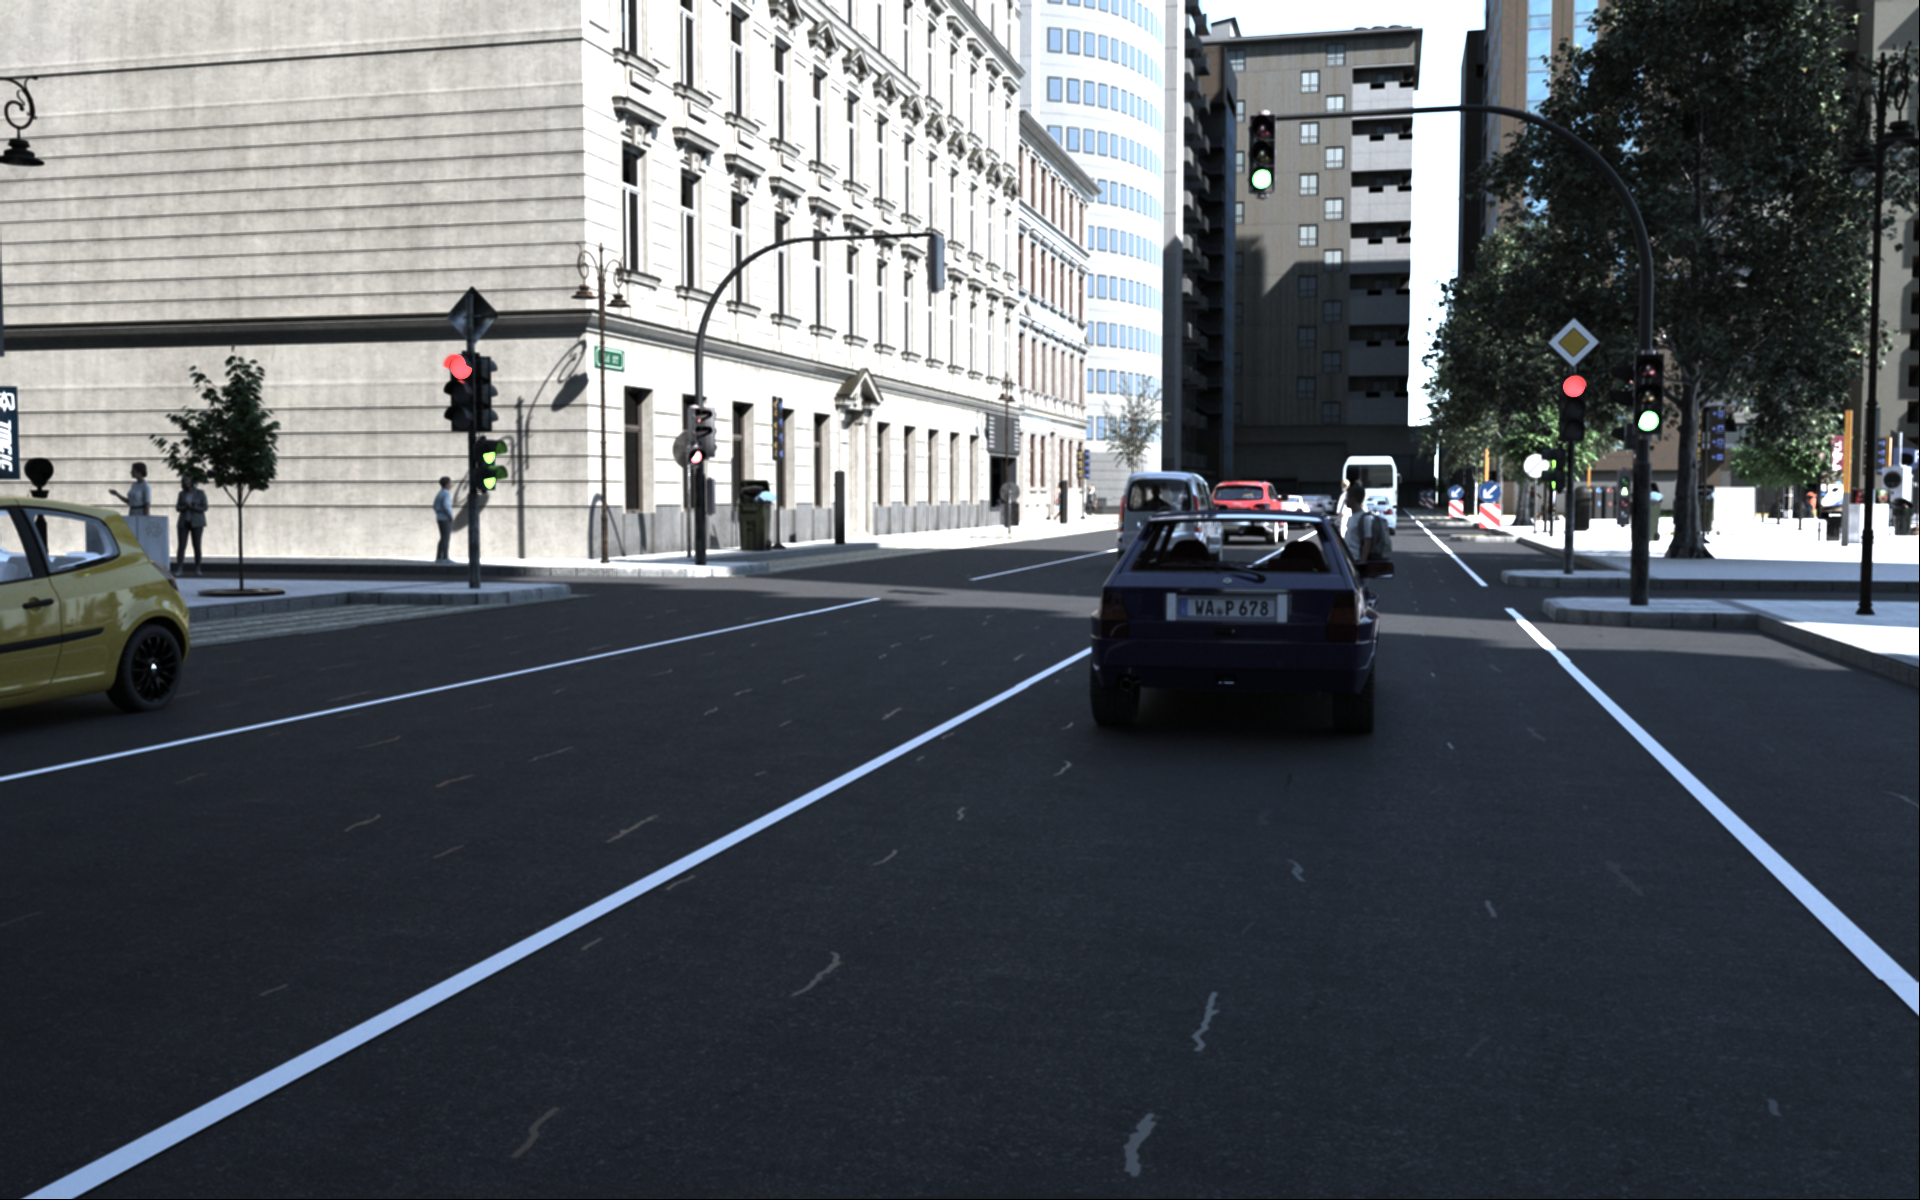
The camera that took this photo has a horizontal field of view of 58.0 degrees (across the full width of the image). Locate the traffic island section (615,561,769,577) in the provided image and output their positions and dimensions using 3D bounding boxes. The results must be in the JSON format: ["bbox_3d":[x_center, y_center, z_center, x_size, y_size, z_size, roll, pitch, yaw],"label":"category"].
[{"bbox_3d":[-4.717,-0.556,31.379,2.009,0.180,2.903,1,4,14],"label":"traffic island section"}]

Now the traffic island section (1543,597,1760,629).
[{"bbox_3d":[7.871,0.137,20.048,2.009,0.180,2.903,1,4,14],"label":"traffic island section"}]

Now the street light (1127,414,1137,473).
[{"bbox_3d":[9.820,-7.690,98.518,0.468,5.910,1.993,1,4,14],"label":"street light"}]

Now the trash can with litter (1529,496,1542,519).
[{"bbox_3d":[29.937,-4.828,90.324,0.624,1.170,1.055,-1,4,-22],"label":"trash can with litter"}]

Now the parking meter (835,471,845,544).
[{"bbox_3d":[-3.069,-2.355,44.216,0.255,1.863,0.399,0,4,-3],"label":"parking meter"}]

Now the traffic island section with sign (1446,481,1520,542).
[{"bbox_3d":[15.968,-2.697,52.725,1.989,1.847,2.006,1,4,14],"label":"traffic island section with sign"}]

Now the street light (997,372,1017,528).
[{"bbox_3d":[1.772,-5.678,65.621,0.468,5.910,1.993,1,4,14],"label":"street light"}]

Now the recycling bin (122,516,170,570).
[{"bbox_3d":[-9.578,-0.452,19.940,0.722,1.027,0.722,-3,5,-42],"label":"recycling bin"}]

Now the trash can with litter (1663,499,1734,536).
[{"bbox_3d":[22.747,-2.599,53.554,2.233,1.210,1.678,1,4,23],"label":"trash can with litter"}]

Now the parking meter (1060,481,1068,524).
[{"bbox_3d":[4.503,-4.251,75.209,0.255,1.863,0.399,-1,4,-13],"label":"parking meter"}]

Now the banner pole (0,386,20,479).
[{"bbox_3d":[-19.686,-2.778,35.444,0.863,3.779,0.401,-1,4,-16],"label":"banner pole"}]

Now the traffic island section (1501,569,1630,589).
[{"bbox_3d":[9.788,-0.338,27.801,2.009,0.180,2.903,1,4,14],"label":"traffic island section"}]

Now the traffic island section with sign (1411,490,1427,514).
[{"bbox_3d":[34.280,-7.226,126.769,1.989,1.847,2.006,1,4,14],"label":"traffic island section with sign"}]

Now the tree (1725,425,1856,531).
[{"bbox_3d":[29.696,-4.738,61.182,4.285,4.588,4.351,0,3,0],"label":"tree"}]

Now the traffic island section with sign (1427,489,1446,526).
[{"bbox_3d":[22.447,-4.298,78.893,1.989,1.847,2.006,1,4,14],"label":"traffic island section with sign"}]

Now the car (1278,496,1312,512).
[{"bbox_3d":[13.433,-3.609,71.373,2.083,1.381,4.827,1,4,14],"label":"car"}]

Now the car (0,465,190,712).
[{"bbox_3d":[-6.437,-0.002,10.258,2.015,1.641,3.980,1,4,13],"label":"car"}]

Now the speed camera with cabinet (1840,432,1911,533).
[{"bbox_3d":[29.539,-3.770,55.975,0.660,3.252,2.038,-3,4,-38],"label":"speed camera with cabinet"}]

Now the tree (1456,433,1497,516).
[{"bbox_3d":[30.363,-9.212,100.973,4.737,8.622,4.395,0,3,0],"label":"tree"}]

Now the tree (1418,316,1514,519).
[{"bbox_3d":[27.149,-10.399,88.146,7.486,12.596,7.792,0,3,0],"label":"tree"}]

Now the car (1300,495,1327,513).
[{"bbox_3d":[19.531,-5.184,97.118,2.083,1.381,4.827,1,4,13],"label":"car"}]

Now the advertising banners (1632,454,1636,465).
[{"bbox_3d":[20.322,-3.410,51.933,0.090,3.025,2.074,1,4,14],"label":"advertising banners"}]

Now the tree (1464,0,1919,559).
[{"bbox_3d":[14.533,-7.176,34.330,9.611,12.733,9.660,0,3,0],"label":"tree"}]

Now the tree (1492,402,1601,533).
[{"bbox_3d":[19.472,-4.522,57.644,4.285,4.588,4.351,0,3,0],"label":"tree"}]

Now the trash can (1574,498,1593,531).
[{"bbox_3d":[21.502,-2.956,59.988,0.748,1.137,0.748,0,3,0],"label":"trash can"}]

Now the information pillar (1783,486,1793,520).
[{"bbox_3d":[41.574,-5.043,86.950,0.304,2.012,0.304,-3,4,-39],"label":"information pillar"}]

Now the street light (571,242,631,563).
[{"bbox_3d":[-6.587,-3.619,31.958,0.468,5.910,1.993,1,4,14],"label":"street light"}]

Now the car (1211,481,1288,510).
[{"bbox_3d":[8.356,-2.556,50.471,2.281,1.827,5.304,1,4,15],"label":"car"}]

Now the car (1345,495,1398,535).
[{"bbox_3d":[14.519,-3.022,61.408,2.014,1.417,4.499,1,4,12],"label":"car"}]

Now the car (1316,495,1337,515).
[{"bbox_3d":[25.081,-6.602,120.312,2.083,1.381,4.827,1,4,14],"label":"car"}]

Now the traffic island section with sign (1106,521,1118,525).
[{"bbox_3d":[7.993,-4.448,81.355,1.989,1.847,2.006,1,4,14],"label":"traffic island section with sign"}]

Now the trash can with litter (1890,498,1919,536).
[{"bbox_3d":[29.092,-2.558,53.214,1.055,1.170,0.624,-2,4,-24],"label":"trash can with litter"}]

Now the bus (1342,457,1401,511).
[{"bbox_3d":[21.764,-5.914,91.555,2.948,3.499,13.247,1,4,14],"label":"bus"}]

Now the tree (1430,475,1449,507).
[{"bbox_3d":[48.711,-11.052,175.305,1.663,3.219,1.824,0,3,0],"label":"tree"}]

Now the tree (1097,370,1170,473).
[{"bbox_3d":[10.338,-9.293,102.309,4.360,8.622,3.978,0,3,0],"label":"tree"}]

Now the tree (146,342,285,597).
[{"bbox_3d":[-9.182,-1.685,22.149,1.663,3.219,1.824,0,3,0],"label":"tree"}]

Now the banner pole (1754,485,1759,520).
[{"bbox_3d":[39.127,-5.807,84.958,0.401,3.779,0.863,3,5,44],"label":"banner pole"}]

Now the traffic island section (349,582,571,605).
[{"bbox_3d":[-6.634,-0.082,23.627,2.009,0.180,2.903,1,4,14],"label":"traffic island section"}]

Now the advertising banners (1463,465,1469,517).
[{"bbox_3d":[28.551,-6.212,97.753,0.090,3.025,2.074,1,4,10],"label":"advertising banners"}]

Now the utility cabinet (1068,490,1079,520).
[{"bbox_3d":[5.570,-4.682,85.234,0.318,1.500,1.173,1,4,14],"label":"utility cabinet"}]

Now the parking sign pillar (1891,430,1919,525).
[{"bbox_3d":[39.518,-5.124,72.255,1.447,3.967,1.447,2,4,24],"label":"parking sign pillar"}]

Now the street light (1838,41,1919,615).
[{"bbox_3d":[9.653,-2.783,18.292,0.468,5.910,1.993,1,4,14],"label":"street light"}]

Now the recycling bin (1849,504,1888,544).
[{"bbox_3d":[23.454,-1.968,44.731,0.722,1.027,0.722,0,4,6],"label":"recycling bin"}]

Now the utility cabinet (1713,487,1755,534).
[{"bbox_3d":[24.508,-2.824,54.854,1.173,1.500,0.318,2,4,25],"label":"utility cabinet"}]

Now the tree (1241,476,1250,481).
[{"bbox_3d":[29.290,-11.223,178.102,1.663,3.219,1.824,0,3,0],"label":"tree"}]

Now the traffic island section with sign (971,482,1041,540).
[{"bbox_3d":[1.526,-2.847,55.184,1.989,1.847,2.006,1,4,14],"label":"traffic island section with sign"}]

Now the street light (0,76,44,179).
[{"bbox_3d":[-10.163,-2.755,17.829,0.468,5.910,1.993,1,4,14],"label":"street light"}]

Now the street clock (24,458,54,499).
[{"bbox_3d":[-18.386,-1.838,34.619,0.358,2.002,0.471,3,5,42],"label":"street clock"}]

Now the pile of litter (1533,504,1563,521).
[{"bbox_3d":[27.844,-4.196,82.564,1.719,0.858,1.176,1,4,22],"label":"pile of litter"}]

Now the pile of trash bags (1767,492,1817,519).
[{"bbox_3d":[43.862,-4.950,90.686,3.447,1.369,1.912,-3,5,-39],"label":"pile of trash bags"}]

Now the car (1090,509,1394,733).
[{"bbox_3d":[1.978,0.043,11.877,1.945,1.354,3.894,1,4,13],"label":"car"}]
